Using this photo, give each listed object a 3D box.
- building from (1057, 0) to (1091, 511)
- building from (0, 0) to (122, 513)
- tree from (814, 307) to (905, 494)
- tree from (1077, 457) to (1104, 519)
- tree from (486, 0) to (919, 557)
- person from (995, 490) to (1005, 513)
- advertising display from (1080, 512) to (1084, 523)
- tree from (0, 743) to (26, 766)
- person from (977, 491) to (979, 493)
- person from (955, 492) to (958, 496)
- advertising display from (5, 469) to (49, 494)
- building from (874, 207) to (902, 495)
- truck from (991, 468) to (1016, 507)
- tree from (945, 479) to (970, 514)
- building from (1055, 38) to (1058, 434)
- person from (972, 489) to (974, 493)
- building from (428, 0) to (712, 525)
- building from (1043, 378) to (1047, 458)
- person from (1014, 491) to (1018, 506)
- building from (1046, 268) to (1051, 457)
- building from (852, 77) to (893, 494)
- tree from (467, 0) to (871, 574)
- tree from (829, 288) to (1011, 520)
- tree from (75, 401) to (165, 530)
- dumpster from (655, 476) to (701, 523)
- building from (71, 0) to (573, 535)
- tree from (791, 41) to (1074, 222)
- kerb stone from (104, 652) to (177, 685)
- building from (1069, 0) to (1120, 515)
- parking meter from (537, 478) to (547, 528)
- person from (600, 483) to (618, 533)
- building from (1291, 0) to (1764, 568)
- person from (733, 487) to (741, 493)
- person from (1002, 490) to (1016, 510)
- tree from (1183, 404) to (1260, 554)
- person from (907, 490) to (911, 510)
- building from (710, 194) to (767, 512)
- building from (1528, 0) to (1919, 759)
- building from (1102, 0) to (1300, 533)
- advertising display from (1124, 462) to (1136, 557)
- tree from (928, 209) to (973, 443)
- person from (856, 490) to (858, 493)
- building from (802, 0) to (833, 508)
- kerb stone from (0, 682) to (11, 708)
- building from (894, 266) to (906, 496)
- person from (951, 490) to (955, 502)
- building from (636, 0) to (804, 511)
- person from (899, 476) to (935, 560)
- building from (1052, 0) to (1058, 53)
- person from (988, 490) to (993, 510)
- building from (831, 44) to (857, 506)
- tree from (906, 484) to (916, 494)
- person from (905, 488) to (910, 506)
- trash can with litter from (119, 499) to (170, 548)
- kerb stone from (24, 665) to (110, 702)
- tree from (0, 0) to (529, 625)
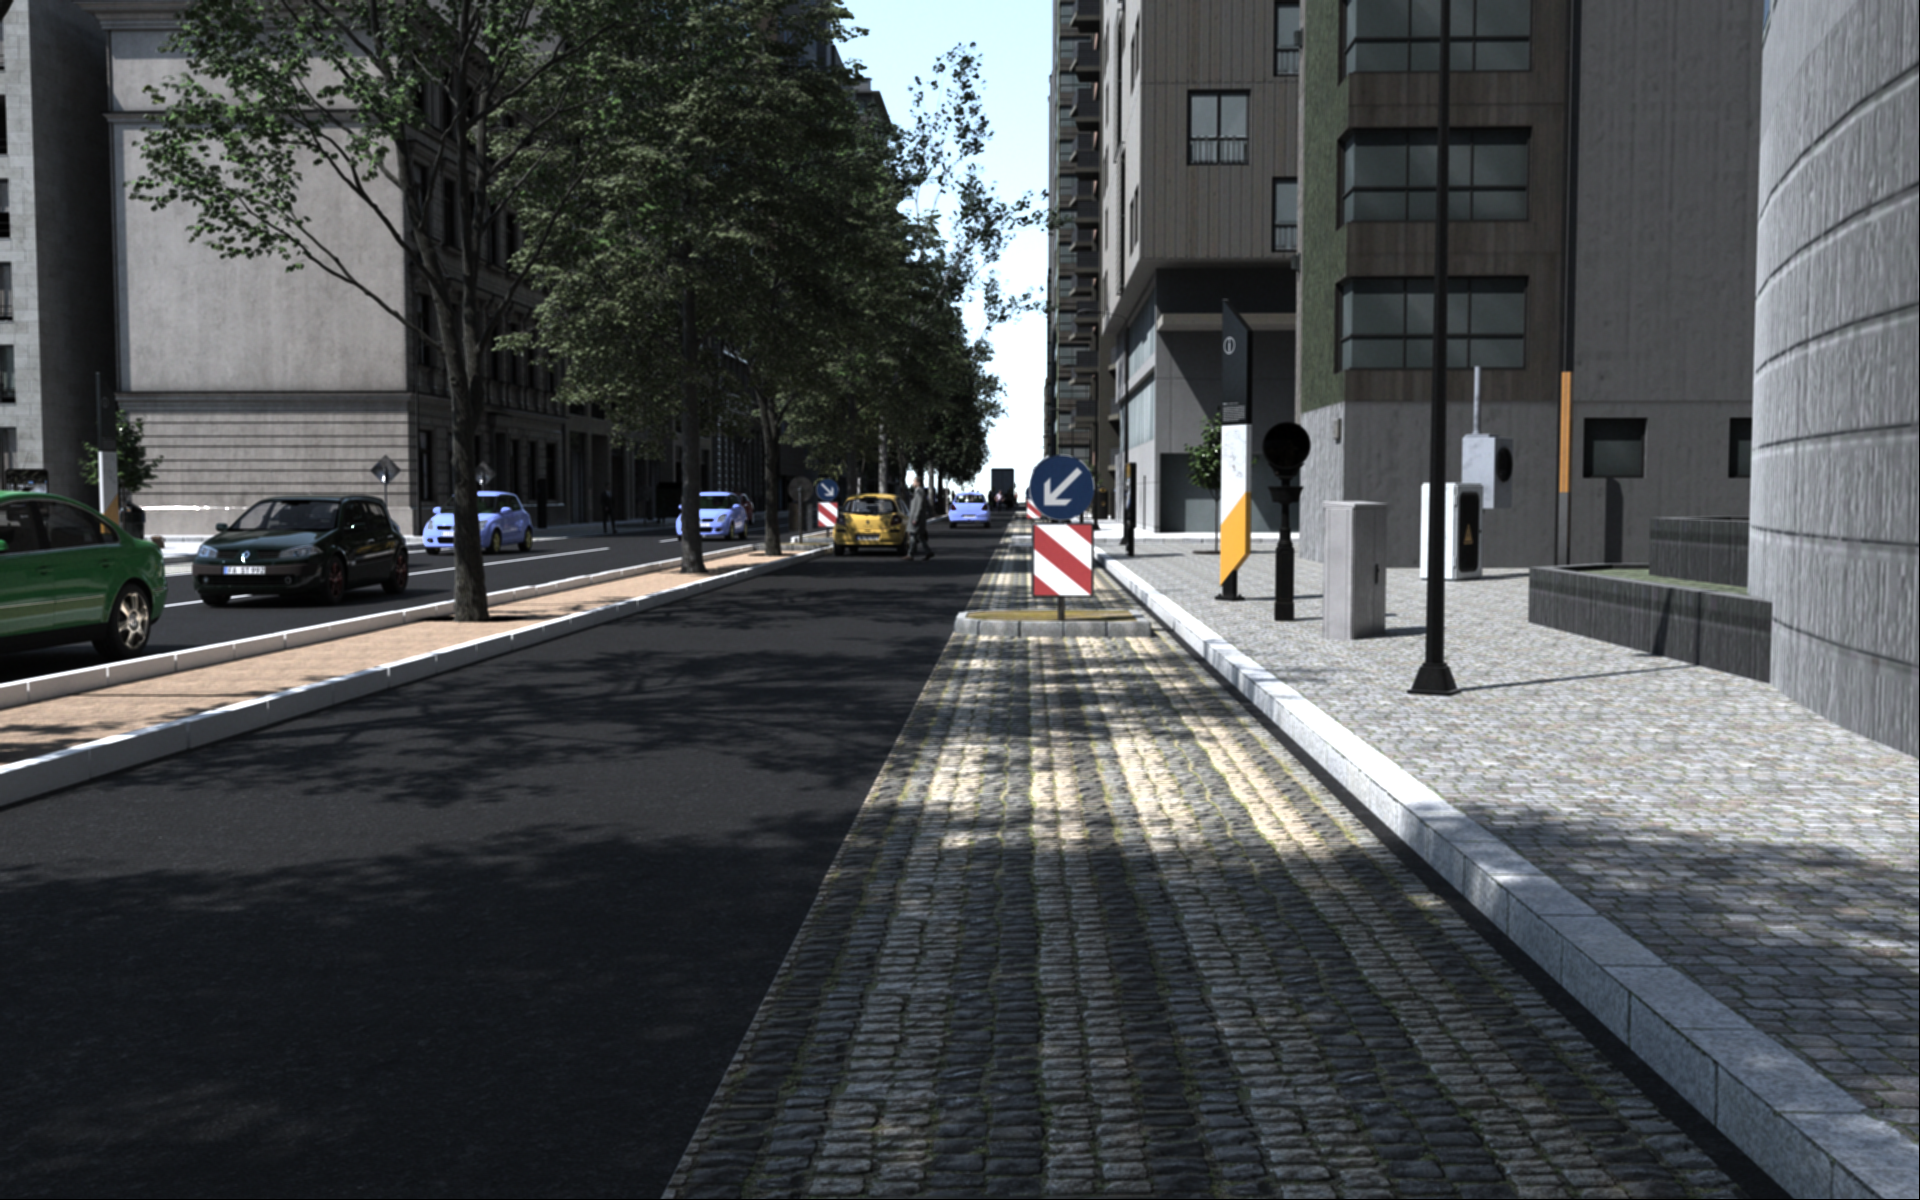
[{"bbox_3d":[14.656,-27.686,136.266,14.154,41.232,14.086,0,4,2],"label":"building"},{"bbox_3d":[-36.020,-12.406,57.590,16.860,20.320,10.420,0,4,2],"label":"building"},{"bbox_3d":[-3.683,-6.705,62.439,4.737,8.622,4.395,0,3,0],"label":"tree"},{"bbox_3d":[6.446,-5.812,89.622,1.663,3.219,1.824,0,3,0],"label":"tree"},{"bbox_3d":[-4.419,-6.821,39.740,9.928,11.665,9.643,0,3,0],"label":"tree"},{"bbox_3d":[3.029,-7.487,131.857,0.756,1.711,0.436,0,3,0],"label":"person"},{"bbox_3d":[4.441,-3.547,63.215,0.123,1.923,0.974,0,3,0],"label":"advertising display"},{"bbox_3d":[-5.729,-4.933,8.865,9.928,11.665,9.643,0,3,0],"label":"tree"},{"bbox_3d":[1.437,-8.477,147.815,0.721,1.735,1.217,1,4,15],"label":"person"},{"bbox_3d":[-0.380,-16.753,283.192,1.217,1.735,0.721,0,4,2],"label":"person"},{"bbox_3d":[-23.979,-2.405,44.543,0.974,1.923,0.123,-2,4,-29],"label":"advertising display"},{"bbox_3d":[-19.882,-36.625,253.448,22.147,44.769,28.867,0,4,2],"label":"building"},{"bbox_3d":[4.798,-12.474,192.864,2.839,4.237,11.283,0,4,2],"label":"truck"},{"bbox_3d":[-0.906,-10.558,125.437,4.360,8.622,3.978,0,3,0],"label":"tree"},{"bbox_3d":[19.983,-32.954,158.413,23.786,49.044,30.456,0,4,2],"label":"building"},{"bbox_3d":[1.031,-7.836,136.621,1.348,1.824,0.705,0,4,1],"label":"person"},{"bbox_3d":[-25.476,-17.415,89.248,19.350,26.468,34.151,0,4,2],"label":"building"},{"bbox_3d":[27.020,-26.086,271.549,27.650,21.520,28.899,0,4,2],"label":"building"},{"bbox_3d":[6.979,-12.731,216.590,0.705,1.831,1.348,-1,4,-18],"label":"person"},{"bbox_3d":[18.095,-27.522,221.687,14.160,30.474,14.107,0,4,2],"label":"building"},{"bbox_3d":[-23.494,-38.850,224.439,28.713,52.752,27.495,0,4,2],"label":"building"},{"bbox_3d":[-4.720,-6.713,30.334,7.486,12.596,7.792,0,3,0],"label":"tree"},{"bbox_3d":[-2.123,-10.626,93.199,9.611,12.733,9.660,0,3,0],"label":"tree"},{"bbox_3d":[-17.231,-2.526,35.897,1.663,3.219,1.824,0,3,0],"label":"tree"},{"bbox_3d":[-13.191,-4.654,81.045,1.985,2.255,1.502,0,4,3],"label":"dumpster"},{"bbox_3d":[-21.319,-12.092,62.331,10.561,19.102,19.286,0,4,2],"label":"building"},{"bbox_3d":[-2.057,-13.053,71.755,12.611,20.169,13.585,0,3,0],"label":"tree"},{"bbox_3d":[-6.368,0.540,13.373,0.120,0.150,1.000,0,4,2],"label":"kerb stone"},{"bbox_3d":[18.284,-27.935,111.369,22.147,44.769,28.867,0,4,2],"label":"building"},{"bbox_3d":[-15.635,-3.612,64.762,0.255,1.863,0.399,-2,4,-31],"label":"parking meter"},{"bbox_3d":[-12.792,-3.361,63.229,0.659,1.850,0.755,-3,4,-38],"label":"person"},{"bbox_3d":[13.913,-16.149,35.737,14.160,30.474,14.107,0,4,2],"label":"building"},{"bbox_3d":[-12.648,-5.478,98.042,0.580,1.828,0.573,1,4,17],"label":"person"},{"bbox_3d":[4.334,-8.925,154.521,1.348,1.812,0.705,-1,4,-15],"label":"person"},{"bbox_3d":[5.658,-2.610,37.279,1.663,3.219,1.824,0,3,0],"label":"tree"},{"bbox_3d":[-3.952,-7.421,130.504,0.551,1.740,0.621,1,4,16],"label":"person"},{"bbox_3d":[-19.547,-17.652,117.488,11.050,23.489,19.941,0,4,2],"label":"building"},{"bbox_3d":[14.899,-28.269,4.205,21.231,58.520,28.212,0,4,2],"label":"building"},{"bbox_3d":[19.064,-29.165,66.085,27.495,52.752,28.713,0,4,2],"label":"building"},{"bbox_3d":[3.518,-1.870,35.786,0.123,1.923,0.974,0,4,-2],"label":"advertising display"},{"bbox_3d":[-3.462,-8.289,56.106,7.486,12.596,7.792,0,3,0],"label":"tree"},{"bbox_3d":[-7.641,-7.361,129.558,1.217,1.736,0.721,0,4,-7],"label":"person"},{"bbox_3d":[-23.496,-37.505,155.202,21.231,58.520,28.212,0,4,2],"label":"building"},{"bbox_3d":[-6.437,0.666,11.313,0.120,0.150,1.000,0,4,2],"label":"kerb stone"},{"bbox_3d":[-16.105,-36.213,275.684,14.154,41.232,14.086,0,4,2],"label":"building"},{"bbox_3d":[-0.641,-9.706,167.125,0.705,1.831,1.348,1,4,9],"label":"person"},{"bbox_3d":[-19.945,-29.613,134.291,14.600,45.320,14.200,0,4,2],"label":"building"},{"bbox_3d":[-0.932,-1.764,37.437,0.767,1.812,0.694,0,4,-1],"label":"person"},{"bbox_3d":[20.396,-39.475,187.408,21.231,58.520,28.212,0,4,2],"label":"building"},{"bbox_3d":[2.723,-8.902,154.592,0.434,1.755,0.990,2,4,24],"label":"person"},{"bbox_3d":[-22.423,-34.074,180.815,21.300,48.544,21.600,0,4,2],"label":"building"},{"bbox_3d":[-8.891,-17.922,287.624,1.663,3.219,1.824,0,3,0],"label":"tree"},{"bbox_3d":[-3.353,-5.930,105.572,0.709,1.813,0.853,1,4,12],"label":"person"},{"bbox_3d":[-19.238,-1.801,40.838,1.055,1.170,0.624,-2,4,-27],"label":"trash can with litter"},{"bbox_3d":[-6.403,0.603,12.340,0.120,0.150,1.000,0,4,2],"label":"kerb stone"},{"bbox_3d":[-5.599,-5.568,19.248,9.928,11.665,9.643,0,3,0],"label":"tree"}]
